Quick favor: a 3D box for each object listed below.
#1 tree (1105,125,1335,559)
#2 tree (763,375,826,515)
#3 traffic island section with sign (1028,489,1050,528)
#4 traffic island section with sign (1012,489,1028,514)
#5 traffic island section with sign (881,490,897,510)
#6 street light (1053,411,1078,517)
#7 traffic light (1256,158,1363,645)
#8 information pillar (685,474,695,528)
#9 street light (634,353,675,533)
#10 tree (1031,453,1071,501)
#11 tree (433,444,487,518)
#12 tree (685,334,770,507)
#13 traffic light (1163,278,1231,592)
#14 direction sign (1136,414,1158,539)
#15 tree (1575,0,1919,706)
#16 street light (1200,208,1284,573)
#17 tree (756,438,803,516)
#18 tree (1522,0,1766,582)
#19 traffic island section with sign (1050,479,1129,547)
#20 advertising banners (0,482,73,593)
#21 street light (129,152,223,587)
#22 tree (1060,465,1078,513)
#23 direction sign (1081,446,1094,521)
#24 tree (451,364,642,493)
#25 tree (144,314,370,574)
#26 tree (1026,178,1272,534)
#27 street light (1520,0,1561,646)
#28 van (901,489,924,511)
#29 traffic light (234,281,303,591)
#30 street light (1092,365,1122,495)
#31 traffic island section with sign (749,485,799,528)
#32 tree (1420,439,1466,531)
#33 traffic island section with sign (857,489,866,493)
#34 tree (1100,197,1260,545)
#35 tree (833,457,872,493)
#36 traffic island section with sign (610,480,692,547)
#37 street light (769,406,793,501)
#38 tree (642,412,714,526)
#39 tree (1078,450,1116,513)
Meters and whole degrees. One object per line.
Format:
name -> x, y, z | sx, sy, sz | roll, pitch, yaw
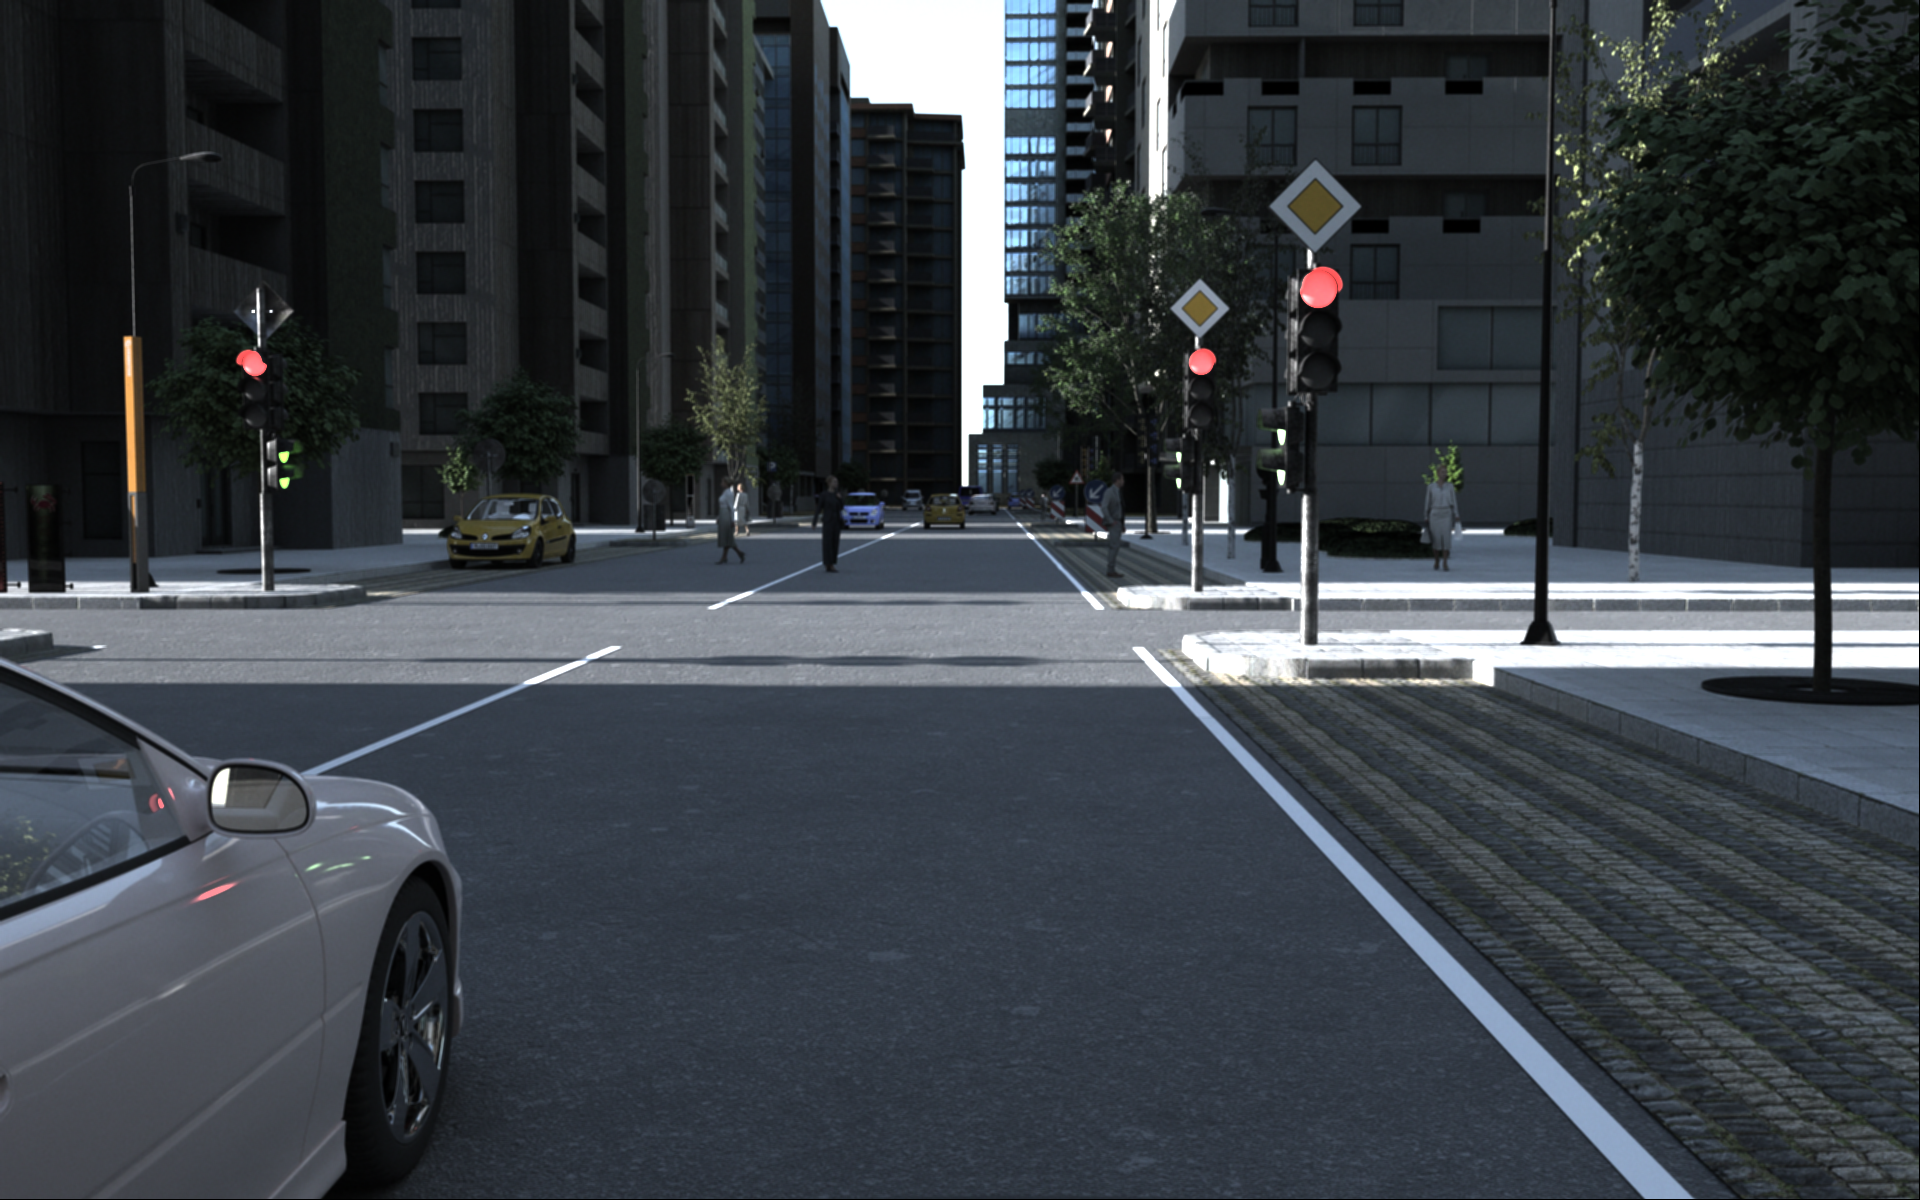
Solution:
tree -> 5.125, -5.118, 34.041 | 4.360, 8.622, 3.978 | 0, 3, 0
tree -> -10.486, -9.635, 107.895 | 4.360, 8.622, 3.978 | 0, 3, 0
traffic island section with sign -> 4.044, -4.018, 74.324 | 1.989, 1.847, 2.006 | 0, 4, 1
traffic island section with sign -> 4.927, -7.106, 124.803 | 1.989, 1.847, 2.006 | 0, 4, 1
traffic island section with sign -> -6.611, -8.821, 152.843 | 1.989, 1.847, 2.006 | 0, 4, 1
street light -> 5.940, -7.641, 97.469 | 1.470, 5.913, 1.316 | 0, 4, 1
traffic light -> 2.960, -1.576, 14.681 | 0.839, 4.253, 0.868 | 0, 4, 1
information pillar -> -10.114, -3.694, 64.893 | 0.304, 2.012, 0.304 | -1, 4, -15
street light -> -10.089, -5.185, 57.321 | 1.470, 5.913, 1.316 | 0, 4, 1
tree -> 7.279, -9.404, 137.471 | 4.285, 4.588, 4.351 | 0, 3, 0
tree -> -16.511, -3.851, 57.557 | 1.663, 3.219, 1.824 | 0, 3, 0
tree -> -10.426, -7.877, 79.151 | 4.737, 8.622, 4.395 | 0, 3, 0
traffic light -> 3.100, -2.064, 22.665 | 0.839, 4.253, 0.868 | 0, 4, 1
direction sign -> 5.339, -3.516, 49.478 | 0.876, 3.537, 0.379 | -3, 5, -43
tree -> 5.651, -1.675, 11.105 | 4.285, 4.588, 4.351 | 0, 3, 0
street light -> 4.595, -3.409, 28.273 | 1.470, 5.913, 1.316 | 0, 4, 1
tree -> -10.789, -7.179, 101.087 | 4.285, 4.588, 4.351 | 0, 3, 0
tree -> 10.057, -4.575, 25.169 | 4.737, 8.622, 4.395 | 0, 3, 0
traffic island section with sign -> 3.577, -2.370, 47.373 | 1.989, 1.847, 2.006 | 0, 4, 1
advertising banners -> -12.627, -1.606, 22.453 | 2.074, 3.025, 0.090 | 0, 4, -3
street light -> -10.726, -3.130, 23.714 | 1.470, 5.913, 1.316 | 0, 4, 1
tree -> 7.408, -7.413, 115.805 | 1.663, 3.219, 1.824 | 0, 3, 0
direction sign -> 6.024, -5.502, 81.950 | 0.379, 3.537, 0.876 | 3, 5, 44
tree -> -10.875, -3.644, 43.299 | 4.285, 4.588, 4.351 | 0, 3, 0
tree -> -11.497, -2.733, 28.399 | 4.285, 4.588, 4.351 | 0, 3, 0
tree -> 6.282, -7.987, 56.351 | 9.928, 11.665, 9.643 | 0, 3, 0
street light -> 4.421, -2.575, 14.642 | 1.470, 5.913, 1.316 | 0, 4, 1
van -> -4.113, -8.767, 150.344 | 2.013, 2.044, 4.112 | 0, 4, 1
traffic light -> -9.160, -2.076, 22.862 | 0.839, 4.253, 0.868 | 0, 4, 1
street light -> 5.276, -5.502, 62.497 | 1.470, 5.913, 1.316 | 0, 4, 1
traffic island section with sign -> -7.977, -4.032, 74.543 | 1.989, 1.847, 2.006 | 0, 4, 1
tree -> 17.290, -4.049, 60.799 | 1.663, 3.219, 1.824 | 0, 3, 0
traffic island section with sign -> -7.088, -7.136, 125.303 | 1.989, 1.847, 2.006 | 0, 4, 1
tree -> 5.586, -5.660, 42.899 | 4.737, 8.622, 4.395 | 0, 3, 0
tree -> -9.274, -10.077, 148.472 | 4.285, 4.588, 4.351 | 0, 3, 0
traffic island section with sign -> -8.443, -2.383, 47.592 | 1.989, 1.847, 2.006 | 0, 4, 1
street light -> -9.465, -7.241, 90.929 | 1.470, 5.913, 1.316 | 0, 4, 1
tree -> -11.503, -5.242, 69.421 | 4.285, 4.588, 4.351 | 0, 3, 0
tree -> 6.258, -4.990, 76.188 | 1.663, 3.219, 1.824 | 0, 3, 0
